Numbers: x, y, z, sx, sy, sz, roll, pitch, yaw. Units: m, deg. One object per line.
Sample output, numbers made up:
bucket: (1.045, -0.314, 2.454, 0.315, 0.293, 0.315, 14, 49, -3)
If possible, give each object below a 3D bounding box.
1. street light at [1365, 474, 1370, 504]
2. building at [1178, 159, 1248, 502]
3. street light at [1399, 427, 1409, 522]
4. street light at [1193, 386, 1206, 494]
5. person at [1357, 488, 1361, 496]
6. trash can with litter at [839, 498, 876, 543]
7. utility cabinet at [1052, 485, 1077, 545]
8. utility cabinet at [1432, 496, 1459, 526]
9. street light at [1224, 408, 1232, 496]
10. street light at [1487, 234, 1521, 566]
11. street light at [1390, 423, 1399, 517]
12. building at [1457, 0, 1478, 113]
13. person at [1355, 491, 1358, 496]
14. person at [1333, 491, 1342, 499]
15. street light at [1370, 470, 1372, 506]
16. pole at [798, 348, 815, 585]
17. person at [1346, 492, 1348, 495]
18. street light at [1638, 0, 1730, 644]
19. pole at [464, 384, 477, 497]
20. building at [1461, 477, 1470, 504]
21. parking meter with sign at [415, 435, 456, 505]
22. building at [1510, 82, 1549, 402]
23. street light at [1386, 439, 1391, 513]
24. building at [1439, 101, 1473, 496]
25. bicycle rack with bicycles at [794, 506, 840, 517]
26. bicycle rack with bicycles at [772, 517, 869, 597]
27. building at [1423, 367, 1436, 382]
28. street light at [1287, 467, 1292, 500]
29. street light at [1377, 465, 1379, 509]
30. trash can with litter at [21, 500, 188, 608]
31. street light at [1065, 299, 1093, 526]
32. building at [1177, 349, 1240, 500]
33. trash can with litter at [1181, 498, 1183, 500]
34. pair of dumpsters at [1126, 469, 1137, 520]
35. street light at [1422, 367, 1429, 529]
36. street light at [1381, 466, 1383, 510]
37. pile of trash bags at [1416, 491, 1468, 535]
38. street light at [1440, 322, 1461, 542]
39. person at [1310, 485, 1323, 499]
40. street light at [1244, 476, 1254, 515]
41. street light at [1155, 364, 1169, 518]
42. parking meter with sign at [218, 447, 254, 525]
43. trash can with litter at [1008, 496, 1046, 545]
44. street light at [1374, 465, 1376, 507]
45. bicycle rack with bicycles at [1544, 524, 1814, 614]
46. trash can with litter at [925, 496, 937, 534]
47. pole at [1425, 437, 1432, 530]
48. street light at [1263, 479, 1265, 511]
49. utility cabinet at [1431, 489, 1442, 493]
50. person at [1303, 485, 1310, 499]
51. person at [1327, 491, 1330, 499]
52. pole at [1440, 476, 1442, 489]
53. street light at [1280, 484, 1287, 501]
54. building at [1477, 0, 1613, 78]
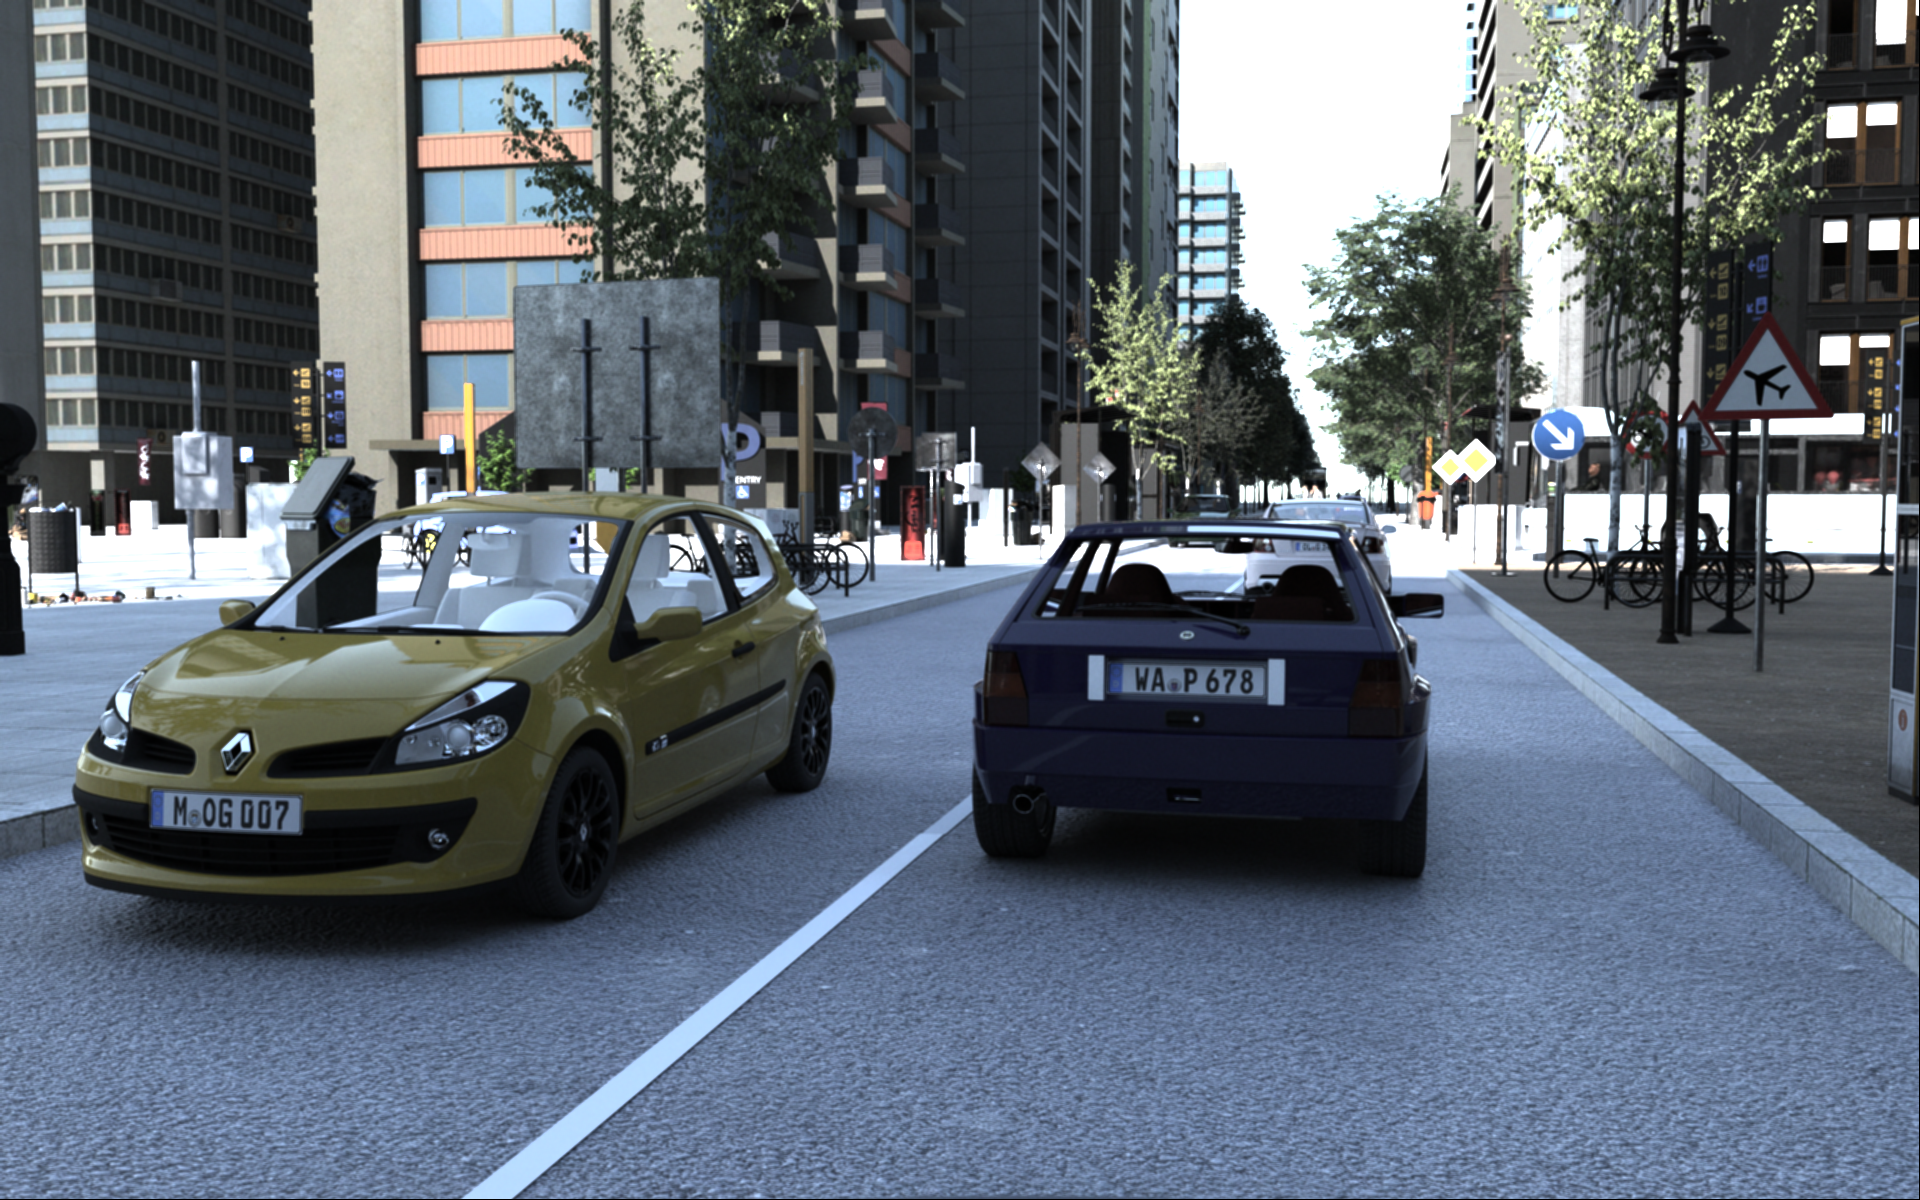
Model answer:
street light: (48.064, -14.068, 202.798, 0.468, 5.910, 1.993, 1, 4, 13)
building: (29.734, -38.595, 250.630, 23.786, 49.044, 30.456, 1, 4, 13)
street light: (20.548, -6.522, 79.421, 0.468, 5.910, 1.993, 1, 4, 13)
street light: (10.293, -6.226, 74.575, 0.468, 5.910, 1.993, 1, 4, 13)
person: (27.452, -6.753, 118.918, 0.705, 1.823, 1.348, 1, 4, 18)
trash can with litter: (-2.741, -2.114, 45.950, 0.624, 1.170, 1.055, 2, 4, 29)
utility cabinet: (2.618, -2.127, 43.452, 0.318, 1.500, 1.173, 1, 4, 19)
utility cabinet: (19.691, -3.615, 70.270, 1.020, 1.237, 0.306, 1, 4, 18)
street light: (14.087, -7.238, 91.132, 0.468, 5.910, 1.993, 1, 4, 13)
street light: (9.684, -3.558, 30.963, 0.468, 5.910, 1.993, 1, 4, 13)
street light: (24.264, -7.529, 95.887, 0.468, 5.910, 1.993, 1, 4, 13)
building: (75.896, -56.291, 233.036, 22.319, 86.520, 31.000, 1, 4, 13)
person: (32.288, -8.027, 140.571, 0.721, 1.723, 1.217, 2, 4, 34)
person: (37.527, -9.935, 171.671, 1.217, 1.736, 0.721, 1, 4, 14)
street light: (40.707, -12.048, 169.778, 0.468, 5.910, 1.993, 1, 4, 13)
pole: (-2.159, -1.863, 24.311, 0.158, 3.312, 0.155, 0, 3, 0)
person: (54.611, -14.406, 244.868, 0.721, 1.723, 1.217, 0, 4, 1)
street light: (6.098, -2.566, 14.743, 0.468, 5.910, 1.993, 1, 4, 13)
pole: (-9.057, -2.338, 32.073, 0.158, 3.312, 0.155, 0, 3, 0)
building: (64.101, -28.717, 161.402, 32.217, 40.220, 23.993, 1, 4, 13)
parking meter with sign: (-15.526, -3.322, 50.572, 0.543, 3.016, 1.738, 2, 4, 27)
building: (46.476, -21.531, 123.730, 14.160, 30.474, 14.107, 1, 4, 13)
street light: (27.949, -8.520, 112.085, 0.468, 5.910, 1.993, 1, 4, 13)
building: (69.125, -35.778, 208.675, 21.300, 48.544, 21.600, 1, 4, 13)
bicycle rack with bicycles: (-4.409, -2.288, 50.795, 2.925, 0.926, 2.852, 0, 4, 1)
bicycle rack with bicycles: (-2.581, -0.560, 22.537, 2.925, 0.926, 2.852, 0, 4, -6)
building: (76.006, -29.730, 257.788, 14.160, 30.474, 14.107, 1, 4, 13)
street light: (34.263, -12.754, 181.317, 0.468, 5.910, 1.993, 1, 4, 13)
street light: (33.454, -10.062, 137.299, 0.468, 5.910, 1.993, 1, 4, 13)
trash can with litter: (-10.356, -0.586, 20.641, 2.233, 1.210, 1.678, -3, 4, -38)
street light: (2.833, -4.189, 41.276, 0.468, 5.910, 1.993, 1, 4, 13)
building: (21.188, -23.098, 222.685, 27.650, 21.520, 28.899, 1, 4, 13)
trash can with litter: (10.696, -4.521, 85.306, 0.624, 1.170, 1.055, 3, 5, 39)
pair of dumpsters: (5.219, -3.574, 60.931, 1.574, 2.255, 4.437, 1, 4, 13)
street light: (16.935, -5.521, 63.052, 0.468, 5.910, 1.993, 1, 4, 13)
street light: (29.721, -9.023, 120.314, 0.468, 5.910, 1.993, 1, 4, 13)
pile of trash bags: (15.879, -2.745, 54.628, 1.912, 1.369, 3.447, -3, 5, -39)
street light: (13.195, -4.520, 46.695, 0.468, 5.910, 1.993, 1, 4, 13)
person: (14.495, -3.780, 70.491, 0.473, 1.802, 0.592, 0, 4, -5)
street light: (17.746, -8.229, 107.337, 0.468, 5.910, 1.993, 1, 4, 13)
street light: (6.790, -5.232, 58.336, 0.468, 5.910, 1.993, 1, 4, 13)
parking meter with sign: (-26.755, -4.132, 63.823, 0.543, 3.016, 1.738, 1, 4, 13)
trash can with litter: (1.667, -1.971, 43.616, 0.624, 1.170, 1.055, 3, 5, 39)
street light: (37.107, -11.053, 153.504, 0.468, 5.910, 1.993, 1, 4, 13)
bicycle rack with bicycles: (8.224, -0.396, 19.850, 2.925, 0.926, 2.852, 2, 4, 24)
trash can with litter: (-0.768, -2.755, 56.109, 1.678, 1.210, 2.233, 2, 4, 31)
pole: (16.759, -4.167, 61.978, 0.158, 3.312, 0.155, 0, 3, 0)
street light: (23.203, -9.750, 132.197, 0.468, 5.910, 1.993, 1, 4, 13)
utility cabinet: (22.180, -4.455, 81.526, 1.173, 1.500, 0.318, 3, 5, 40)
person: (14.933, -4.049, 74.819, 0.853, 1.813, 0.709, 1, 4, 16)
person: (51.407, -14.252, 241.532, 0.705, 1.823, 1.348, -1, 4, -9)
pole: (29.087, -6.776, 104.637, 0.158, 3.312, 0.155, 0, 3, 0)
street light: (30.565, -11.750, 164.897, 0.468, 5.910, 1.993, 1, 4, 13)
building: (53.434, -31.591, 140.210, 21.300, 48.544, 21.600, 1, 4, 13)
